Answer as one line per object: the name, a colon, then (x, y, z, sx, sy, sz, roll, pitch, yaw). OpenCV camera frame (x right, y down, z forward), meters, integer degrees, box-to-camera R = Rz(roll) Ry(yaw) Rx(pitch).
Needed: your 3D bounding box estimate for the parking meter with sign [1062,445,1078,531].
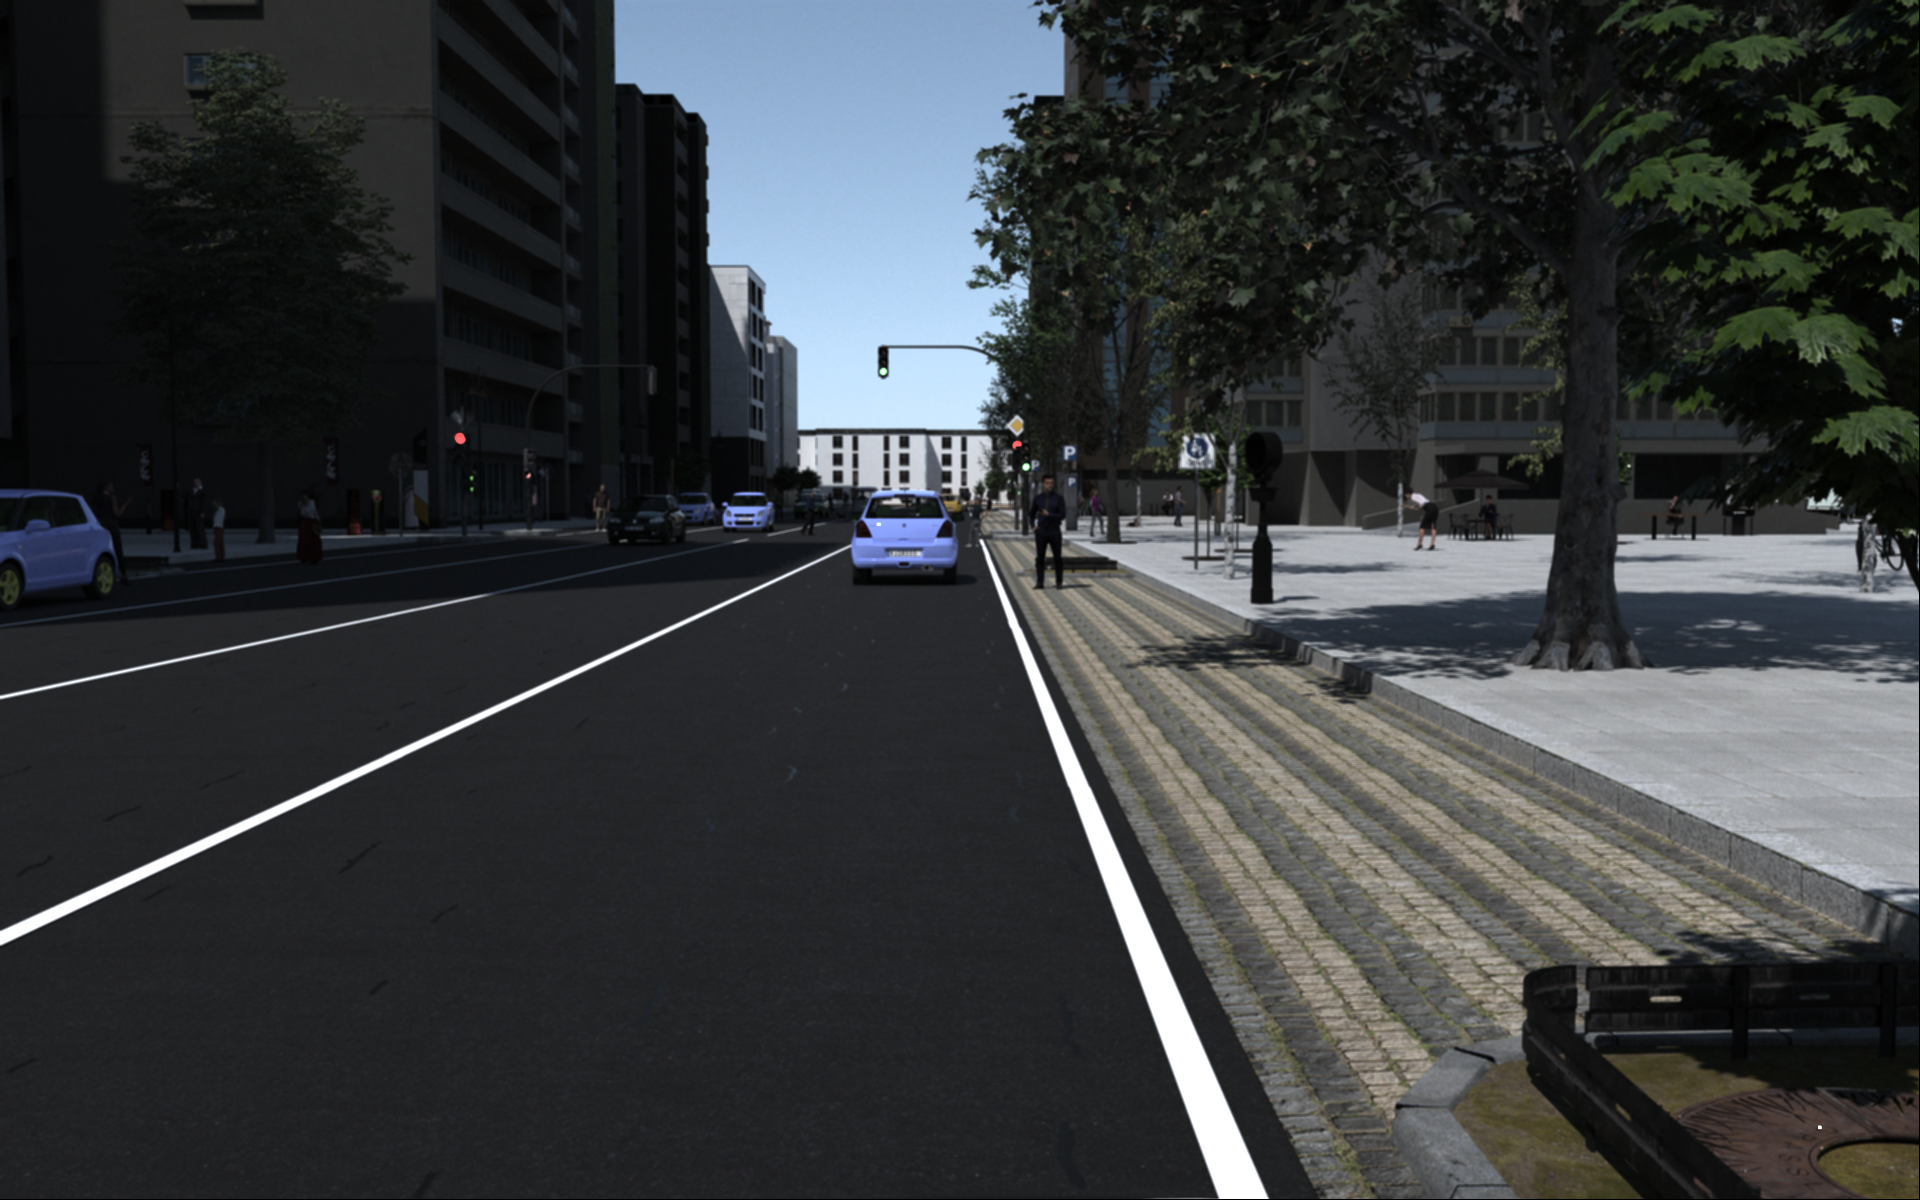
parking meter with sign: (3.908, -3.968, 61.138, 0.543, 3.016, 1.738, 0, 4, 1)

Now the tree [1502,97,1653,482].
tree: (11.322, -4.914, 30.706, 4.737, 8.622, 4.395, 0, 3, 0)

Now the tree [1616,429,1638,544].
tree: (16.494, -3.054, 44.540, 1.663, 3.219, 1.824, 0, 3, 0)

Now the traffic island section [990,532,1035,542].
traffic island section: (2.023, -1.894, 53.240, 2.009, 0.180, 2.903, 0, 3, 0)

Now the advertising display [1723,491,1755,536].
advertising display: (24.008, -2.946, 53.382, 0.974, 1.923, 0.123, 0, 4, -3)

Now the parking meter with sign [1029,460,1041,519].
parking meter with sign: (3.823, -5.675, 89.045, 0.543, 3.016, 1.738, 0, 4, 0)

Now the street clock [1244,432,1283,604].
street clock: (3.530, -0.956, 20.200, 0.358, 2.002, 0.471, -1, 4, -23)

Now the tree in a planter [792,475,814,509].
tree in a planter: (-14.743, -10.137, 162.969, 1.991, 3.239, 1.994, 0, 3, 0)

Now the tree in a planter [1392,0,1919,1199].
tree in a planter: (1.940, -0.373, 3.319, 1.991, 3.239, 1.994, 0, 3, 0)

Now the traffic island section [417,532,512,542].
traffic island section: (-15.258, -1.896, 53.274, 2.009, 0.180, 2.903, 0, 3, 0)

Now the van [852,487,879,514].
van: (-5.382, -5.771, 101.366, 2.013, 2.044, 4.112, 0, 4, 1)

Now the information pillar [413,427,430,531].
information pillar: (-18.796, -4.224, 60.419, 0.504, 3.616, 0.183, -1, 4, -14)

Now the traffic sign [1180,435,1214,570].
traffic sign: (4.006, -1.663, 29.327, 0.606, 2.300, 0.079, 0, 4, 4)

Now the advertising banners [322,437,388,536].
advertising banners: (-18.643, -3.496, 53.354, 2.074, 3.025, 0.090, 0, 4, 7)

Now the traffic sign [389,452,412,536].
traffic sign: (-16.994, -3.211, 52.602, 0.768, 2.556, 0.104, 1, 4, 9)

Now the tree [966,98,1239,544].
tree: (3.997, -7.278, 44.744, 9.928, 11.665, 9.643, 0, 3, 0)

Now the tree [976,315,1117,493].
tree: (4.699, -9.839, 95.284, 7.601, 10.594, 8.767, 0, 4, 4)

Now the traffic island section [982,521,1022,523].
traffic island section: (2.078, -3.855, 85.889, 1.991, 0.108, 1.994, 0, 3, 0)

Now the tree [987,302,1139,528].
tree: (3.832, -7.044, 65.540, 4.360, 8.622, 3.978, 0, 3, 0)

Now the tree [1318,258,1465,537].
tree: (12.796, -6.157, 51.034, 4.360, 8.622, 3.978, 0, 3, 0)

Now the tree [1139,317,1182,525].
tree: (7.137, -7.386, 71.130, 4.360, 8.622, 3.978, 0, 3, 0)

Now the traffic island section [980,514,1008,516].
traffic island section: (2.125, -5.523, 113.166, 1.991, 0.108, 1.994, 0, 3, 0)

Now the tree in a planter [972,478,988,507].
tree in a planter: (2.237, -11.826, 190.573, 1.991, 3.239, 1.994, 0, 3, 0)

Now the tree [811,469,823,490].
tree: (-17.407, -13.089, 197.722, 4.285, 4.588, 4.351, 0, 3, 0)

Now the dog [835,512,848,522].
dog: (-6.136, -4.314, 89.814, 0.540, 0.507, 0.406, -3, 4, -36)

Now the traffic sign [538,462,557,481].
traffic sign: (-16.974, -4.373, 71.224, 0.795, 2.593, 0.064, 0, 4, 6)

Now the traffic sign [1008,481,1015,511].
traffic sign: (3.943, -8.018, 133.216, 0.606, 2.300, 0.079, 0, 4, 7)

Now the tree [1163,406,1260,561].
tree: (4.974, -2.391, 33.689, 1.663, 3.219, 1.824, 0, 3, 0)

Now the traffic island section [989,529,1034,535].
traffic island section: (2.037, -2.382, 61.225, 2.009, 0.180, 2.903, 0, 3, 0)

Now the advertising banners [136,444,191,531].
advertising banners: (-27.606, -3.929, 60.428, 2.074, 3.025, 0.090, -1, 4, -11)

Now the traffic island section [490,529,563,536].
traffic island section: (-15.245, -2.384, 61.259, 2.009, 0.180, 2.903, 0, 3, 0)

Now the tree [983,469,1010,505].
tree: (4.529, -13.929, 211.445, 4.285, 4.588, 4.351, 0, 3, 0)

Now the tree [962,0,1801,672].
tree: (4.782, -5.849, 12.635, 9.611, 12.733, 9.660, 0, 3, 0)

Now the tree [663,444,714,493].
tree: (-17.863, -7.969, 114.012, 4.285, 4.588, 4.351, 0, 3, 0)

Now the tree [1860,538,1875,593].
tree: (11.576, -4.401, 22.313, 4.360, 8.622, 3.978, 0, 3, 0)

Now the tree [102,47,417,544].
tree: (-18.252, -7.771, 45.182, 7.486, 12.596, 7.792, 0, 3, 0)

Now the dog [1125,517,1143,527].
dog: (6.781, -3.050, 67.604, 0.550, 0.427, 0.748, -1, 4, -13)

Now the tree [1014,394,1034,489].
tree: (5.385, -10.201, 117.141, 4.737, 8.622, 4.395, 0, 3, 0)

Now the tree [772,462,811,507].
tree: (-17.403, -11.638, 173.992, 4.285, 4.588, 4.351, 0, 3, 0)

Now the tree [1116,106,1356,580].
tree: (4.116, -4.628, 26.023, 4.737, 8.622, 4.395, 0, 3, 0)
